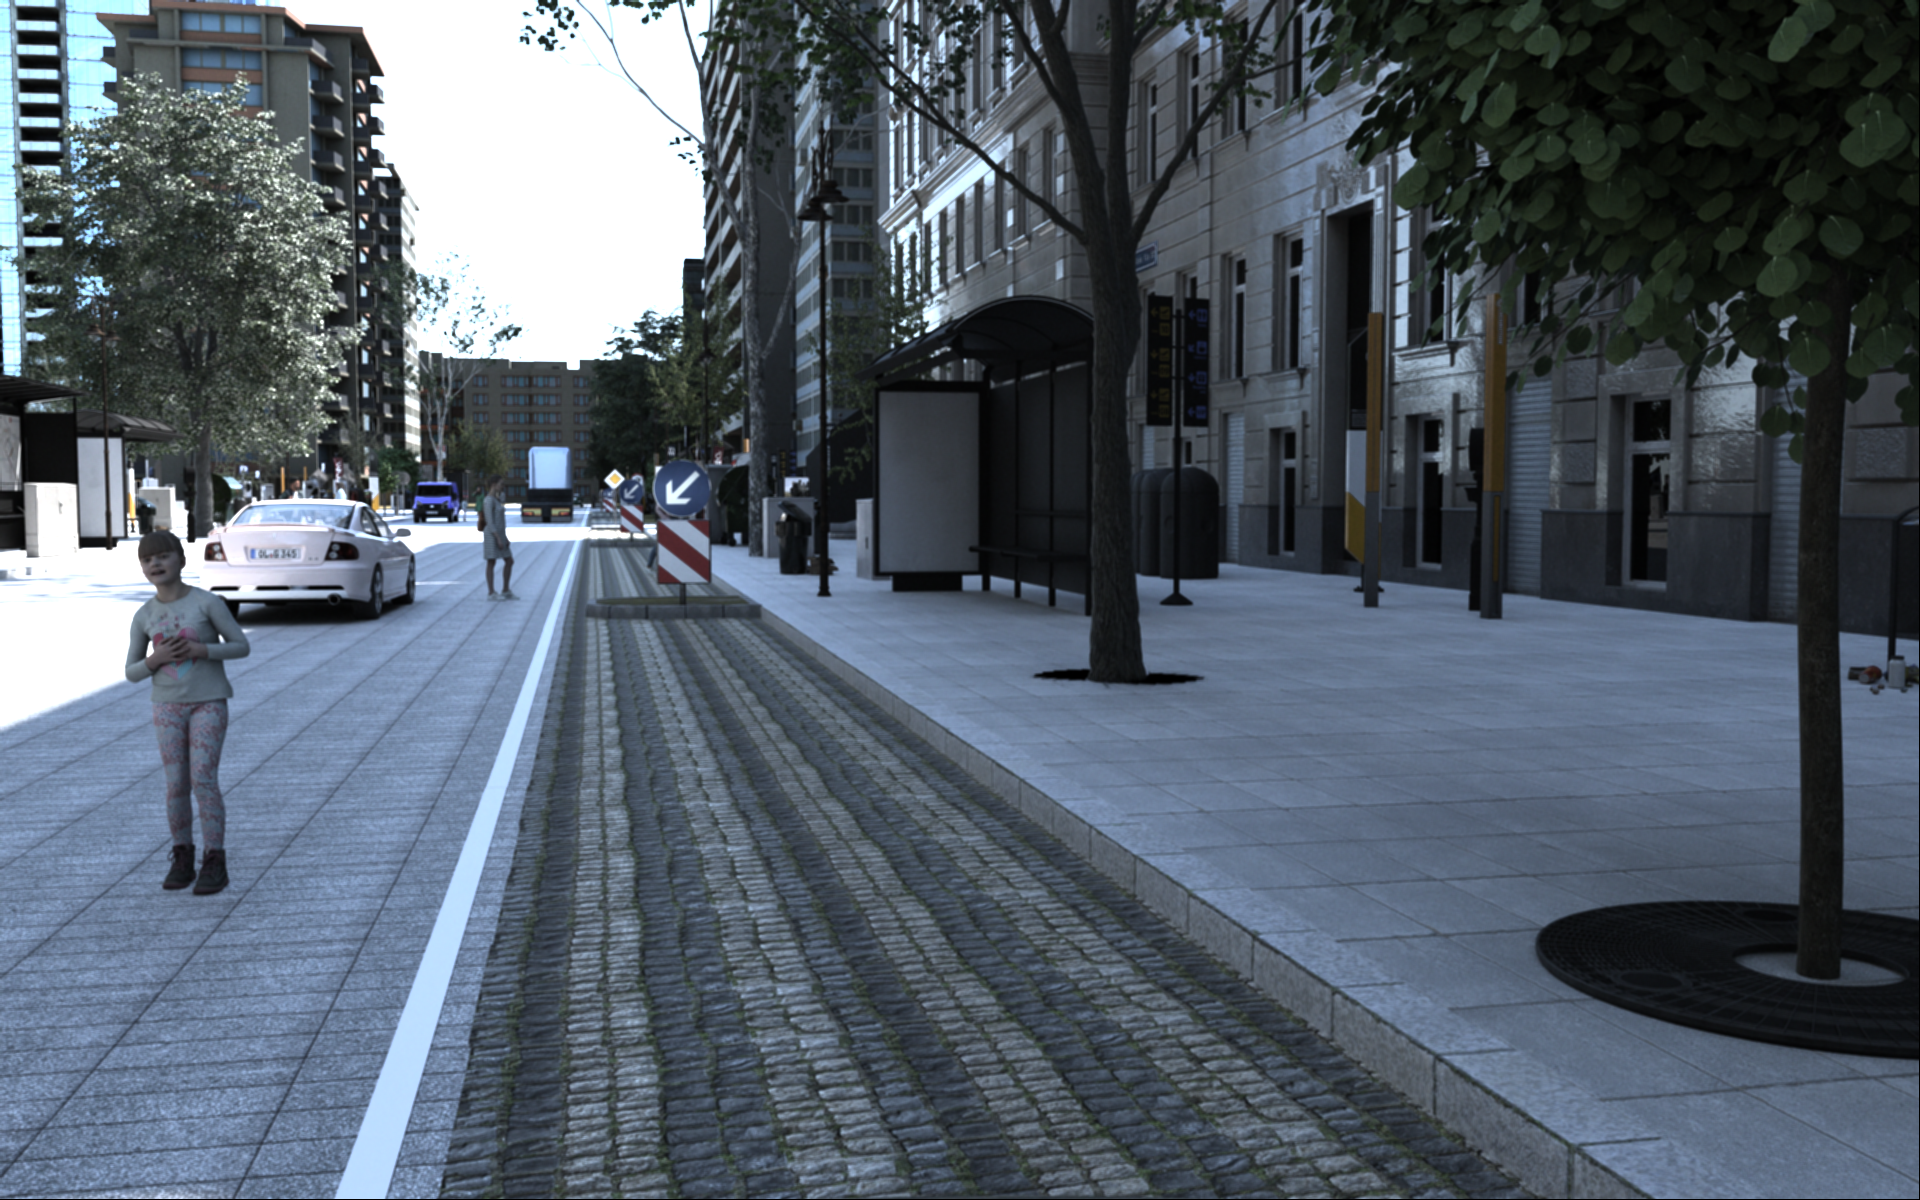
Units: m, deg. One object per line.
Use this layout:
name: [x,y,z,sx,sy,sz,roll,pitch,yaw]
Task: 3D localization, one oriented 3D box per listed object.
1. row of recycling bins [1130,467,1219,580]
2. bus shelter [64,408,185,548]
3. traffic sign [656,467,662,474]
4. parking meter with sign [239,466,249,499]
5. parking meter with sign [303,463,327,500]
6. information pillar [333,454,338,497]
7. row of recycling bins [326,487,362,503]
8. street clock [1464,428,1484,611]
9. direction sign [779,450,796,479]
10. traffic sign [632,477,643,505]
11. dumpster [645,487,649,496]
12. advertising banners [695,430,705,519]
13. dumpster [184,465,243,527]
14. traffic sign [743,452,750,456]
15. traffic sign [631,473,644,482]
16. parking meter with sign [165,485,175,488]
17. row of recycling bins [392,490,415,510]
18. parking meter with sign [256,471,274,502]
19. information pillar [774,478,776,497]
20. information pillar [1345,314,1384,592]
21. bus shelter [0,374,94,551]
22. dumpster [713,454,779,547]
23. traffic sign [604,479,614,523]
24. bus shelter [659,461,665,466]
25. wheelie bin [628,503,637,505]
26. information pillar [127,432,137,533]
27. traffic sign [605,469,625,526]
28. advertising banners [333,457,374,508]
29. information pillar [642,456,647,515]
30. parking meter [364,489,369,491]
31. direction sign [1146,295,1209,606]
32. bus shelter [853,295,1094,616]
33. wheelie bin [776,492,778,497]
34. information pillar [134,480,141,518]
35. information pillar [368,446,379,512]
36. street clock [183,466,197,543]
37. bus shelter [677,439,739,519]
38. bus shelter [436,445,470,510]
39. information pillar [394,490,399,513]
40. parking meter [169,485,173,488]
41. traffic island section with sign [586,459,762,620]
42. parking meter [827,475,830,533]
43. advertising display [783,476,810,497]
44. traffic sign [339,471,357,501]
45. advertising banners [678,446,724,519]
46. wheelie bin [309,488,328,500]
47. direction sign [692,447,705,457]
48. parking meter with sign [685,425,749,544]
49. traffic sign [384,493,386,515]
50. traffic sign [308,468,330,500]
row of recycling bins: [3.293,-1.258,27.677,1.069,1.692,3.534,0,4,-7]
bus shelter: [-21.236,-3.045,43.715,2.014,3.302,5.546,-1,4,-12]
traffic sign: [-10.809,-3.737,63.227,0.606,2.300,0.079,-1,4,-10]
parking meter with sign: [-43.717,-6.672,105.340,0.543,3.016,1.738,-1,4,-10]
parking meter with sign: [-36.389,-6.157,96.923,1.738,3.016,0.543,-3,4,-38]
information pillar: [-36.061,-6.651,100.098,0.183,3.616,0.504,0,4,7]
row of recycling bins: [-38.436,-6.178,108.130,3.534,1.692,1.069,3,5,42]
street clock: [5.717,-0.885,19.045,0.358,2.002,0.471,1,4,21]
direction sign: [-8.788,-5.894,88.357,0.876,3.537,0.379,-1,4,-18]
traffic sign: [-18.507,-5.953,99.455,0.606,2.300,0.079,0,4,-7]
dumpster: [-25.723,-8.398,139.796,1.502,2.255,1.985,-1,4,-12]
advertising banners: [-7.258,-3.182,48.215,0.090,3.025,2.074,0,4,-4]
dumpster: [-24.991,-3.394,57.978,1.502,2.255,1.985,-1,4,-12]
traffic sign: [-6.484,-3.235,53.005,0.768,2.556,0.104,0,4,-5]
traffic sign: [-19.244,-6.317,103.386,0.768,2.556,0.104,0,4,-6]
parking meter with sign: [-63.481,-8.741,139.179,1.738,3.016,0.543,-1,4,-10]
row of recycling bins: [-45.711,-8.377,144.081,1.069,1.692,3.534,2,4,33]
parking meter with sign: [-52.252,-8.235,130.896,0.543,3.016,1.738,3,4,37]
information pillar: [-8.797,-4.683,81.056,0.304,2.012,0.304,-3,4,-39]
information pillar: [5.285,-1.911,22.597,0.504,3.616,0.183,-1,4,-14]
bus shelter: [-20.156,-2.786,36.830,1.731,3.624,6.357,-1,4,-12]
dumpster: [-5.318,-2.477,42.987,1.502,2.255,1.985,-1,4,-12]
traffic sign: [-15.405,-4.482,76.915,0.795,2.450,0.064,-1,4,-12]
bus shelter: [-16.728,-6.537,100.796,2.014,3.302,5.546,-1,4,-12]
wheelie bin: [-23.308,-7.063,123.392,0.693,1.594,0.980,2,4,32]
information pillar: [-27.114,-3.993,56.638,0.183,3.616,0.504,-1,4,-14]
traffic sign: [-13.750,-4.004,69.103,0.795,2.450,0.064,-1,4,-12]
advertising banners: [-28.942,-5.288,82.639,0.090,3.025,2.074,3,5,40]
information pillar: [-19.605,-7.089,107.266,0.183,3.616,0.504,1,4,11]
parking meter: [-29.393,-4.742,85.943,0.372,1.533,0.369,0,3,0]
direction sign: [2.512,-1.713,20.000,0.876,3.537,0.379,-2,4,-31]
bus shelter: [0.163,-1.617,20.369,2.014,3.302,5.546,-1,4,-12]
wheelie bin: [-12.210,-6.404,112.619,0.980,1.594,0.693,-2,4,-30]
information pillar: [-44.400,-5.444,93.493,0.304,2.012,0.304,3,4,37]
information pillar: [-28.730,-5.719,84.855,0.183,3.616,0.504,3,4,36]
street clock: [-20.071,-2.483,45.162,0.358,2.002,0.471,-2,4,-32]
bus shelter: [-9.661,-4.425,66.276,2.014,3.302,5.546,-1,4,-12]
bus shelter: [-42.175,-10.185,144.158,2.179,5.291,8.768,-1,4,-12]
information pillar: [-37.657,-6.803,115.726,0.304,2.012,0.304,-1,4,-8]
parking meter: [-52.750,-6.735,115.828,0.255,1.863,0.399,-1,4,-19]
traffic island section with sign: [-3.447,-0.734,20.631,1.989,1.847,2.006,-1,4,-12]
parking meter: [-3.792,-2.792,51.363,0.255,1.863,0.399,0,4,6]
advertising display: [-5.892,-3.501,62.453,0.974,1.923,0.123,-1,4,-17]
traffic sign: [-26.361,-4.341,74.624,0.795,2.450,0.064,-1,4,-12]
advertising banners: [-9.328,-4.040,62.249,2.074,3.025,0.090,-3,5,-40]
wheelie bin: [-31.618,-4.744,85.466,0.693,1.594,0.980,1,4,20]
direction sign: [-12.759,-5.638,84.171,0.876,3.537,0.379,2,4,27]
parking meter with sign: [-6.120,-2.933,44.214,1.738,3.016,0.543,-1,4,-13]
traffic sign: [-35.609,-6.549,107.184,0.768,2.556,0.104,0,4,-6]
traffic sign: [-24.706,-3.864,66.812,0.795,2.450,0.064,-1,4,-12]
